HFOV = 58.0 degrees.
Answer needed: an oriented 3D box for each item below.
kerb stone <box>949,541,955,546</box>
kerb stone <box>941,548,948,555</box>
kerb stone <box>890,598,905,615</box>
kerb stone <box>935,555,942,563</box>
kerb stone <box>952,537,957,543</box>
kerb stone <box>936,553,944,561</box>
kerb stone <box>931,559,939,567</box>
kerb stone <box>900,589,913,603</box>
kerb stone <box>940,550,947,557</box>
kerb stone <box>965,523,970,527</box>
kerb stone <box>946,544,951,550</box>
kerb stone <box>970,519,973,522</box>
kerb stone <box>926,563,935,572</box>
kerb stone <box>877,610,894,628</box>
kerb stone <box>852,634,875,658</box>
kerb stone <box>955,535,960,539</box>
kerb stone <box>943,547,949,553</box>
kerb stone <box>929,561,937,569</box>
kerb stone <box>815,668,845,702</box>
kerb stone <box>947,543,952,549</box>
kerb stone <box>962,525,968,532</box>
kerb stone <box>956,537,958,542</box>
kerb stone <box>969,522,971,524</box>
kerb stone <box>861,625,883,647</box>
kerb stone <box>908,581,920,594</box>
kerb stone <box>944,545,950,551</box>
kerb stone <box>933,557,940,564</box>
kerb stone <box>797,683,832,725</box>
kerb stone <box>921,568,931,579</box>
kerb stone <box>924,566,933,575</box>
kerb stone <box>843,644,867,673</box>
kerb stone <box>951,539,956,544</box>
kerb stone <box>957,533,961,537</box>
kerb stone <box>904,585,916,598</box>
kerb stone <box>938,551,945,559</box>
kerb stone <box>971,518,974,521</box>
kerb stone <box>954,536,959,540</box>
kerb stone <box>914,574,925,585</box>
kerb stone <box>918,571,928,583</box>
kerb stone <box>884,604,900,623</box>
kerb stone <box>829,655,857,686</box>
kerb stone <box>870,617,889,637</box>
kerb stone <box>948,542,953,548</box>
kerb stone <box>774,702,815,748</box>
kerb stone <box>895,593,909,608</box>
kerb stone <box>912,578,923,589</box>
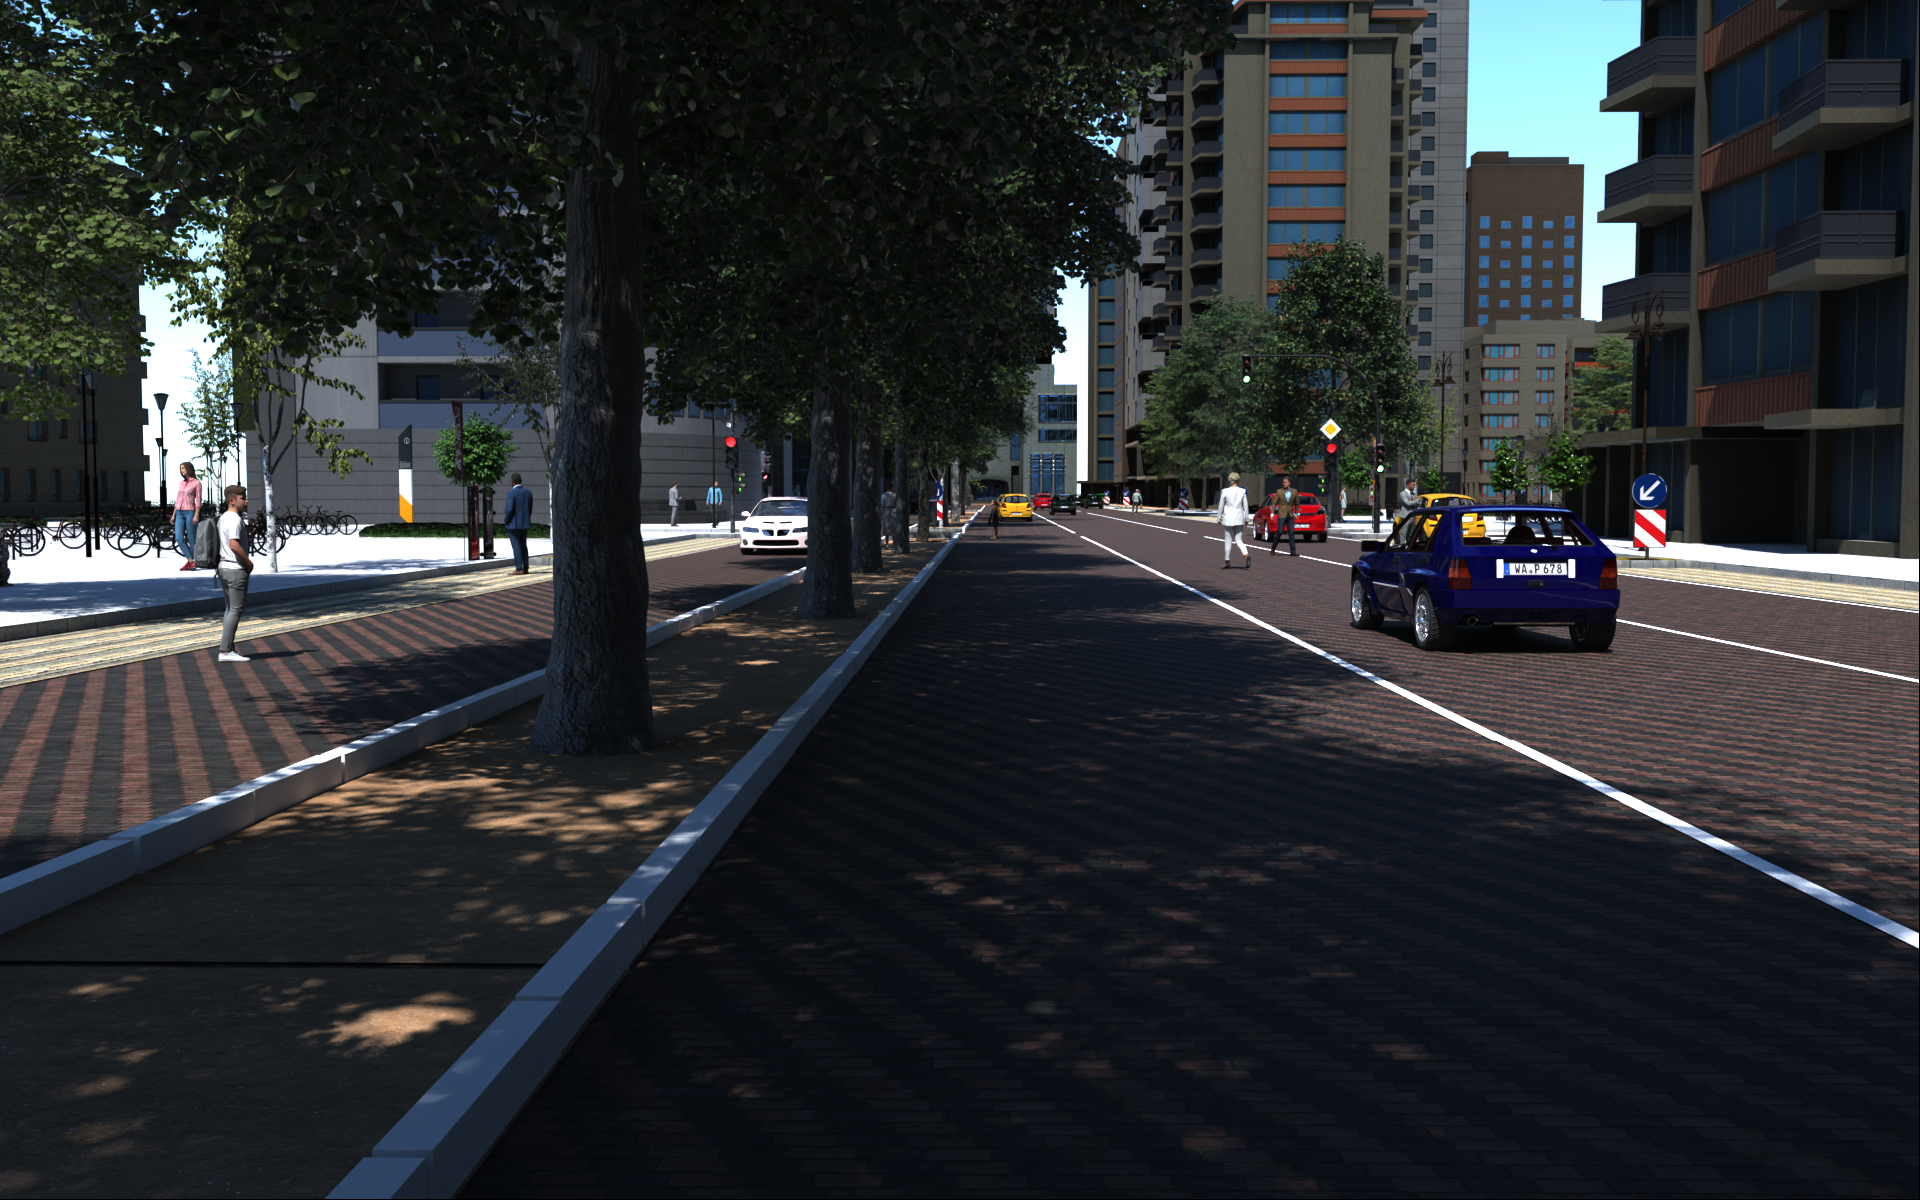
[{"bbox_3d":[-0.278,-1.388,44.892,0.120,0.150,1.000,0,4,1],"label":"kerb stone"},{"bbox_3d":[-0.396,-1.012,38.749,0.120,0.150,1.000,0,4,1],"label":"kerb stone"},{"bbox_3d":[-0.763,0.116,20.310,0.120,0.150,1.000,0,4,1],"label":"kerb stone"},{"bbox_3d":[-0.483,-0.762,34.656,0.120,0.150,1.000,0,4,1],"label":"kerb stone"},{"bbox_3d":[-0.218,-1.577,47.978,0.120,0.150,1.000,0,4,1],"label":"kerb stone"},{"bbox_3d":[-0.459,-0.818,35.683,0.120,0.150,1.000,0,4,1],"label":"kerb stone"},{"bbox_3d":[-0.527,-0.631,32.605,0.120,0.150,1.000,0,4,1],"label":"kerb stone"},{"bbox_3d":[-0.728,-0.010,22.353,0.120,0.150,1.000,0,4,1],"label":"kerb stone"},{"bbox_3d":[-0.422,-0.950,37.726,0.120,0.150,1.000,0,4,1],"label":"kerb stone"},{"bbox_3d":[0.236,-2.988,71.052,0.120,0.150,1.000,0,4,1],"label":"kerb stone"},{"bbox_3d":[-0.340,-1.200,41.822,0.120,0.150,1.000,0,4,1],"label":"kerb stone"},{"bbox_3d":[0.397,-3.490,79.249,0.120,0.150,1.000,0,4,1],"label":"kerb stone"},{"bbox_3d":[-0.561,-0.511,30.556,0.120,0.150,1.000,0,4,1],"label":"kerb stone"},{"bbox_3d":[-0.807,0.242,18.262,0.120,0.150,1.000,0,4,1],"label":"kerb stone"},{"bbox_3d":[-0.860,0.432,15.185,0.120,0.150,1.000,0,4,1],"label":"kerb stone"},{"bbox_3d":[-0.156,-1.761,51.052,0.120,0.150,1.000,0,4,1],"label":"kerb stone"},{"bbox_3d":[-0.384,-1.075,39.774,0.120,0.150,1.000,0,4,1],"label":"kerb stone"},{"bbox_3d":[-0.541,-0.574,31.580,0.120,0.150,1.000,0,4,1],"label":"kerb stone"},{"bbox_3d":[-0.926,0.620,12.101,0.120,0.150,1.000,0,4,1],"label":"kerb stone"},{"bbox_3d":[-0.322,-1.263,42.848,0.120,0.150,1.000,0,4,1],"label":"kerb stone"},{"bbox_3d":[0.135,-2.673,65.934,0.120,0.150,1.000,0,4,1],"label":"kerb stone"},{"bbox_3d":[-0.202,-1.634,49.002,0.120,0.150,1.000,0,4,1],"label":"kerb stone"},{"bbox_3d":[0.277,-3.113,73.096,0.120,0.150,1.000,0,4,1],"label":"kerb stone"},{"bbox_3d":[-0.841,0.366,16.206,0.120,0.150,1.000,0,4,1],"label":"kerb stone"},{"bbox_3d":[-0.686,-0.135,24.397,0.120,0.150,1.000,0,4,1],"label":"kerb stone"},{"bbox_3d":[-0.356,-1.138,40.800,0.120,0.150,1.000,0,4,1],"label":"kerb stone"},{"bbox_3d":[-0.505,-0.696,33.627,0.120,0.150,1.000,0,4,1],"label":"kerb stone"},{"bbox_3d":[-0.943,0.680,11.079,0.120,0.150,1.000,0,4,1],"label":"kerb stone"},{"bbox_3d":[-0.604,-0.385,28.494,0.120,0.150,1.000,0,4,1],"label":"kerb stone"},{"bbox_3d":[-0.580,-0.448,29.520,0.120,0.150,1.000,0,4,1],"label":"kerb stone"},{"bbox_3d":[-0.878,0.497,14.158,0.120,0.150,1.000,0,4,1],"label":"kerb stone"},{"bbox_3d":[-0.246,-1.505,46.950,0.120,0.150,1.000,0,4,1],"label":"kerb stone"},{"bbox_3d":[-0.117,-1.890,53.098,0.120,0.150,1.000,0,4,1],"label":"kerb stone"},{"bbox_3d":[-0.707,-0.072,23.375,0.120,0.150,1.000,0,4,1],"label":"kerb stone"},{"bbox_3d":[-0.441,-0.887,36.704,0.120,0.150,1.000,0,4,1],"label":"kerb stone"},{"bbox_3d":[0.474,-3.739,83.346,0.120,0.150,1.000,0,4,1],"label":"kerb stone"},{"bbox_3d":[-0.180,-1.702,50.028,0.120,0.150,1.000,0,4,1],"label":"kerb stone"},{"bbox_3d":[-0.646,-0.260,26.451,0.120,0.150,1.000,0,4,1],"label":"kerb stone"},{"bbox_3d":[-0.620,-0.323,27.472,0.120,0.150,1.000,0,4,1],"label":"kerb stone"},{"bbox_3d":[-0.780,0.178,19.288,0.120,0.150,1.000,0,4,1],"label":"kerb stone"},{"bbox_3d":[-0.902,0.555,13.136,0.120,0.150,1.000,0,4,1],"label":"kerb stone"},{"bbox_3d":[-0.824,0.304,17.235,0.120,0.150,1.000,0,4,1],"label":"kerb stone"},{"bbox_3d":[-0.303,-1.325,43.870,0.120,0.150,1.000,0,4,1],"label":"kerb stone"},{"bbox_3d":[-0.969,0.743,10.056,0.120,0.150,1.000,0,4,1],"label":"kerb stone"},{"bbox_3d":[-0.746,0.053,21.332,0.120,0.150,1.000,0,4,1],"label":"kerb stone"},{"bbox_3d":[-0.665,-0.192,25.424,0.120,0.150,1.000,0,4,1],"label":"kerb stone"}]
